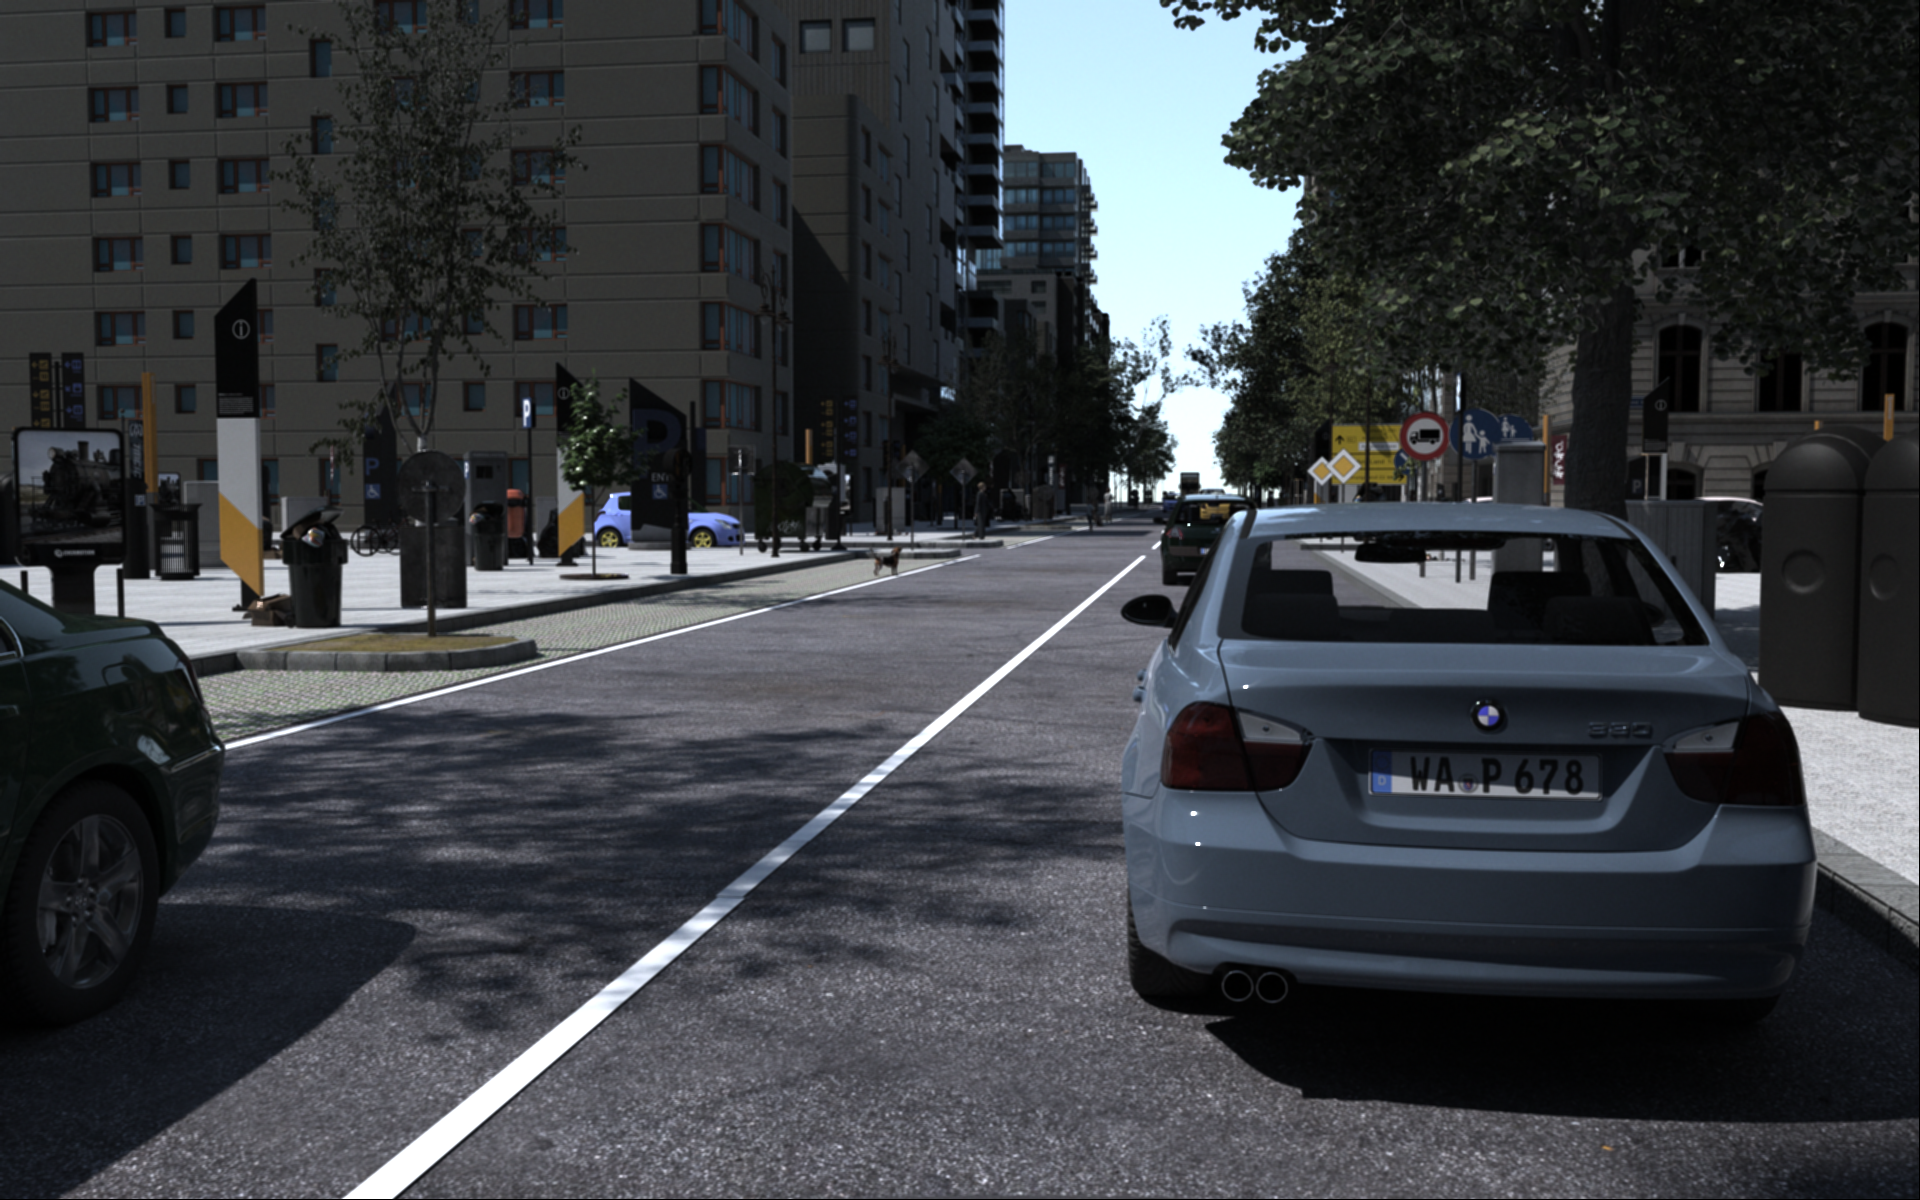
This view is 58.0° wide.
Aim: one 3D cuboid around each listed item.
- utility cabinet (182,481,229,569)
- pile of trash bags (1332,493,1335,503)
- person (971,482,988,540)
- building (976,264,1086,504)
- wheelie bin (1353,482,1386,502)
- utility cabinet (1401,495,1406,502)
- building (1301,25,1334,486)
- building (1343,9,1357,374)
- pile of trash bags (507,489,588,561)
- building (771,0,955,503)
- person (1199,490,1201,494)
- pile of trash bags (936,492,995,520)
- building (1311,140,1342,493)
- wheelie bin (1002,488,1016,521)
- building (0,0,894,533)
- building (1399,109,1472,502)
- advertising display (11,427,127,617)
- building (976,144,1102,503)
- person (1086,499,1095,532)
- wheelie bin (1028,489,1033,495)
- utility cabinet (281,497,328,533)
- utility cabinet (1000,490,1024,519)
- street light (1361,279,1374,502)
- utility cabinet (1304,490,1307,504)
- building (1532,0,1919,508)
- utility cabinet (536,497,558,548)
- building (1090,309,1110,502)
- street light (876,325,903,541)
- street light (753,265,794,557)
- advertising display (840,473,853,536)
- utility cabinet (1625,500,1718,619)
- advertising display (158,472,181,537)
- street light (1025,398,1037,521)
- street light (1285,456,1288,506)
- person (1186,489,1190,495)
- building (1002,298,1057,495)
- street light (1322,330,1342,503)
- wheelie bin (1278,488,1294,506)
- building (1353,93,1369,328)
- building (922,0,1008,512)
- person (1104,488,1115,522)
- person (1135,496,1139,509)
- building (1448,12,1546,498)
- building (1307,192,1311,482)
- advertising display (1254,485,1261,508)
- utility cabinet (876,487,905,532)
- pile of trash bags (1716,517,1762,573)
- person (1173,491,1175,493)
[{"bbox_3d":[-12.621,-1.281,29.622,1.173,1.500,0.318,-2,4,-35],"label":"utility cabinet"},{"bbox_3d":[26.005,-6.387,114.171,3.447,1.369,1.912,-1,4,-12],"label":"pile of trash bags"},{"bbox_3d":[0.584,-2.566,50.878,0.534,1.772,0.576,0,4,-7],"label":"person"},{"bbox_3d":[8.614,-27.550,222.140,14.160,30.474,14.107,1,4,8],"label":"building"},{"bbox_3d":[11.117,-2.386,46.920,0.980,1.594,0.693,-3,5,-42],"label":"wheelie bin"},{"bbox_3d":[21.085,-4.342,82.159,0.306,1.237,1.020,-2,4,-27],"label":"utility cabinet"},{"bbox_3d":[60.803,-50.488,263.728,20.563,71.187,20.611,1,4,8],"label":"building"},{"bbox_3d":[48.231,-38.375,169.435,21.231,58.520,28.212,1,4,8],"label":"building"},{"bbox_3d":[-8.559,-1.519,34.590,1.912,1.369,3.447,0,4,-2],"label":"pile of trash bags"},{"bbox_3d":[-15.183,-31.824,109.557,28.713,52.752,27.495,1,4,8],"label":"building"},{"bbox_3d":[24.814,-10.407,178.738,1.350,1.814,0.705,-1,4,-12],"label":"person"},{"bbox_3d":[0.171,-4.753,87.466,3.447,1.369,1.912,1,4,14],"label":"pile of trash bags"},{"bbox_3d":[51.185,-34.665,216.880,14.600,45.320,14.200,1,4,8],"label":"building"},{"bbox_3d":[2.368,-4.649,83.921,0.693,1.594,0.980,0,4,-6],"label":"wheelie bin"},{"bbox_3d":[-18.980,-13.864,71.718,27.650,21.520,28.899,1,4,8],"label":"building"},{"bbox_3d":[33.769,-18.844,105.356,12.463,27.353,25.104,1,4,8],"label":"building"},{"bbox_3d":[-8.649,-0.712,16.850,0.974,1.923,0.123,-3,4,-39],"label":"advertising display"},{"bbox_3d":[7.829,-38.200,244.177,23.786,49.044,30.456,1,4,8],"label":"building"},{"bbox_3d":[4.895,-3.167,64.963,0.352,1.250,0.332,0,4,-5],"label":"person"},{"bbox_3d":[4.849,-6.471,113.708,0.980,1.594,0.693,-2,4,-24],"label":"wheelie bin"},{"bbox_3d":[-15.475,-1.820,40.913,0.306,1.237,1.020,3,5,42],"label":"utility cabinet"},{"bbox_3d":[2.660,-4.885,88.540,1.173,1.500,0.318,0,4,1],"label":"utility cabinet"},{"bbox_3d":[8.795,-3.947,37.328,0.468,5.910,1.993,1,4,8],"label":"street light"},{"bbox_3d":[19.750,-5.427,97.408,0.318,1.500,1.173,3,4,37],"label":"utility cabinet"},{"bbox_3d":[37.596,-14.488,55.970,34.723,24.649,14.460,1,4,8],"label":"building"},{"bbox_3d":[-9.478,-1.818,40.880,1.020,1.237,0.306,-1,4,-15],"label":"utility cabinet"},{"bbox_3d":[15.590,-30.281,266.797,14.160,30.474,14.107,1,4,8],"label":"building"},{"bbox_3d":[-1.936,-4.580,47.669,0.468,5.910,1.993,1,4,8],"label":"street light"},{"bbox_3d":[-3.760,-3.810,35.079,0.468,5.910,1.993,1,4,8],"label":"street light"},{"bbox_3d":[-3.658,-2.937,53.241,0.974,1.923,0.123,3,5,41],"label":"advertising display"},{"bbox_3d":[7.303,-0.419,18.016,0.306,1.237,1.020,-3,5,-40],"label":"utility cabinet"},{"bbox_3d":[-23.584,-2.822,51.361,0.123,1.923,0.974,2,4,33],"label":"advertising display"},{"bbox_3d":[3.427,-6.761,83.333,0.468,5.910,1.993,1,4,8],"label":"street light"},{"bbox_3d":[15.817,-6.790,83.803,0.468,5.910,1.993,1,4,8],"label":"street light"},{"bbox_3d":[14.609,-6.266,111.291,0.374,1.781,0.599,0,4,-6],"label":"person"},{"bbox_3d":[-5.621,-19.872,169.941,27.650,21.520,28.899,1,4,8],"label":"building"},{"bbox_3d":[10.489,-4.659,48.968,0.468,5.910,1.993,1,4,8],"label":"street light"},{"bbox_3d":[18.080,-5.397,96.143,0.693,1.594,0.980,-3,4,-37],"label":"wheelie bin"},{"bbox_3d":[41.031,-28.502,149.606,14.154,41.232,14.086,1,4,8],"label":"building"},{"bbox_3d":[-7.072,-50.476,137.948,22.319,86.520,31.000,1,4,8],"label":"building"},{"bbox_3d":[7.591,-4.819,87.853,0.480,1.755,0.524,1,4,22],"label":"person"},{"bbox_3d":[15.204,-8.390,148.915,0.421,1.427,0.697,0,4,1],"label":"person"},{"bbox_3d":[31.690,-17.562,80.646,14.314,27.812,24.014,1,4,8],"label":"building"},{"bbox_3d":[59.268,-37.853,238.497,23.786,49.044,30.456,1,4,8],"label":"building"},{"bbox_3d":[20.421,-6.955,118.927,0.123,1.923,0.974,-1,4,-10],"label":"advertising display"},{"bbox_3d":[-2.328,-3.009,57.872,0.318,1.500,1.173,3,4,38],"label":"utility cabinet"},{"bbox_3d":[13.844,-1.149,28.544,3.447,1.369,1.912,1,4,15],"label":"pile of trash bags"},{"bbox_3d":[22.376,-10.513,181.096,1.217,1.735,0.721,0,4,-8],"label":"person"}]
